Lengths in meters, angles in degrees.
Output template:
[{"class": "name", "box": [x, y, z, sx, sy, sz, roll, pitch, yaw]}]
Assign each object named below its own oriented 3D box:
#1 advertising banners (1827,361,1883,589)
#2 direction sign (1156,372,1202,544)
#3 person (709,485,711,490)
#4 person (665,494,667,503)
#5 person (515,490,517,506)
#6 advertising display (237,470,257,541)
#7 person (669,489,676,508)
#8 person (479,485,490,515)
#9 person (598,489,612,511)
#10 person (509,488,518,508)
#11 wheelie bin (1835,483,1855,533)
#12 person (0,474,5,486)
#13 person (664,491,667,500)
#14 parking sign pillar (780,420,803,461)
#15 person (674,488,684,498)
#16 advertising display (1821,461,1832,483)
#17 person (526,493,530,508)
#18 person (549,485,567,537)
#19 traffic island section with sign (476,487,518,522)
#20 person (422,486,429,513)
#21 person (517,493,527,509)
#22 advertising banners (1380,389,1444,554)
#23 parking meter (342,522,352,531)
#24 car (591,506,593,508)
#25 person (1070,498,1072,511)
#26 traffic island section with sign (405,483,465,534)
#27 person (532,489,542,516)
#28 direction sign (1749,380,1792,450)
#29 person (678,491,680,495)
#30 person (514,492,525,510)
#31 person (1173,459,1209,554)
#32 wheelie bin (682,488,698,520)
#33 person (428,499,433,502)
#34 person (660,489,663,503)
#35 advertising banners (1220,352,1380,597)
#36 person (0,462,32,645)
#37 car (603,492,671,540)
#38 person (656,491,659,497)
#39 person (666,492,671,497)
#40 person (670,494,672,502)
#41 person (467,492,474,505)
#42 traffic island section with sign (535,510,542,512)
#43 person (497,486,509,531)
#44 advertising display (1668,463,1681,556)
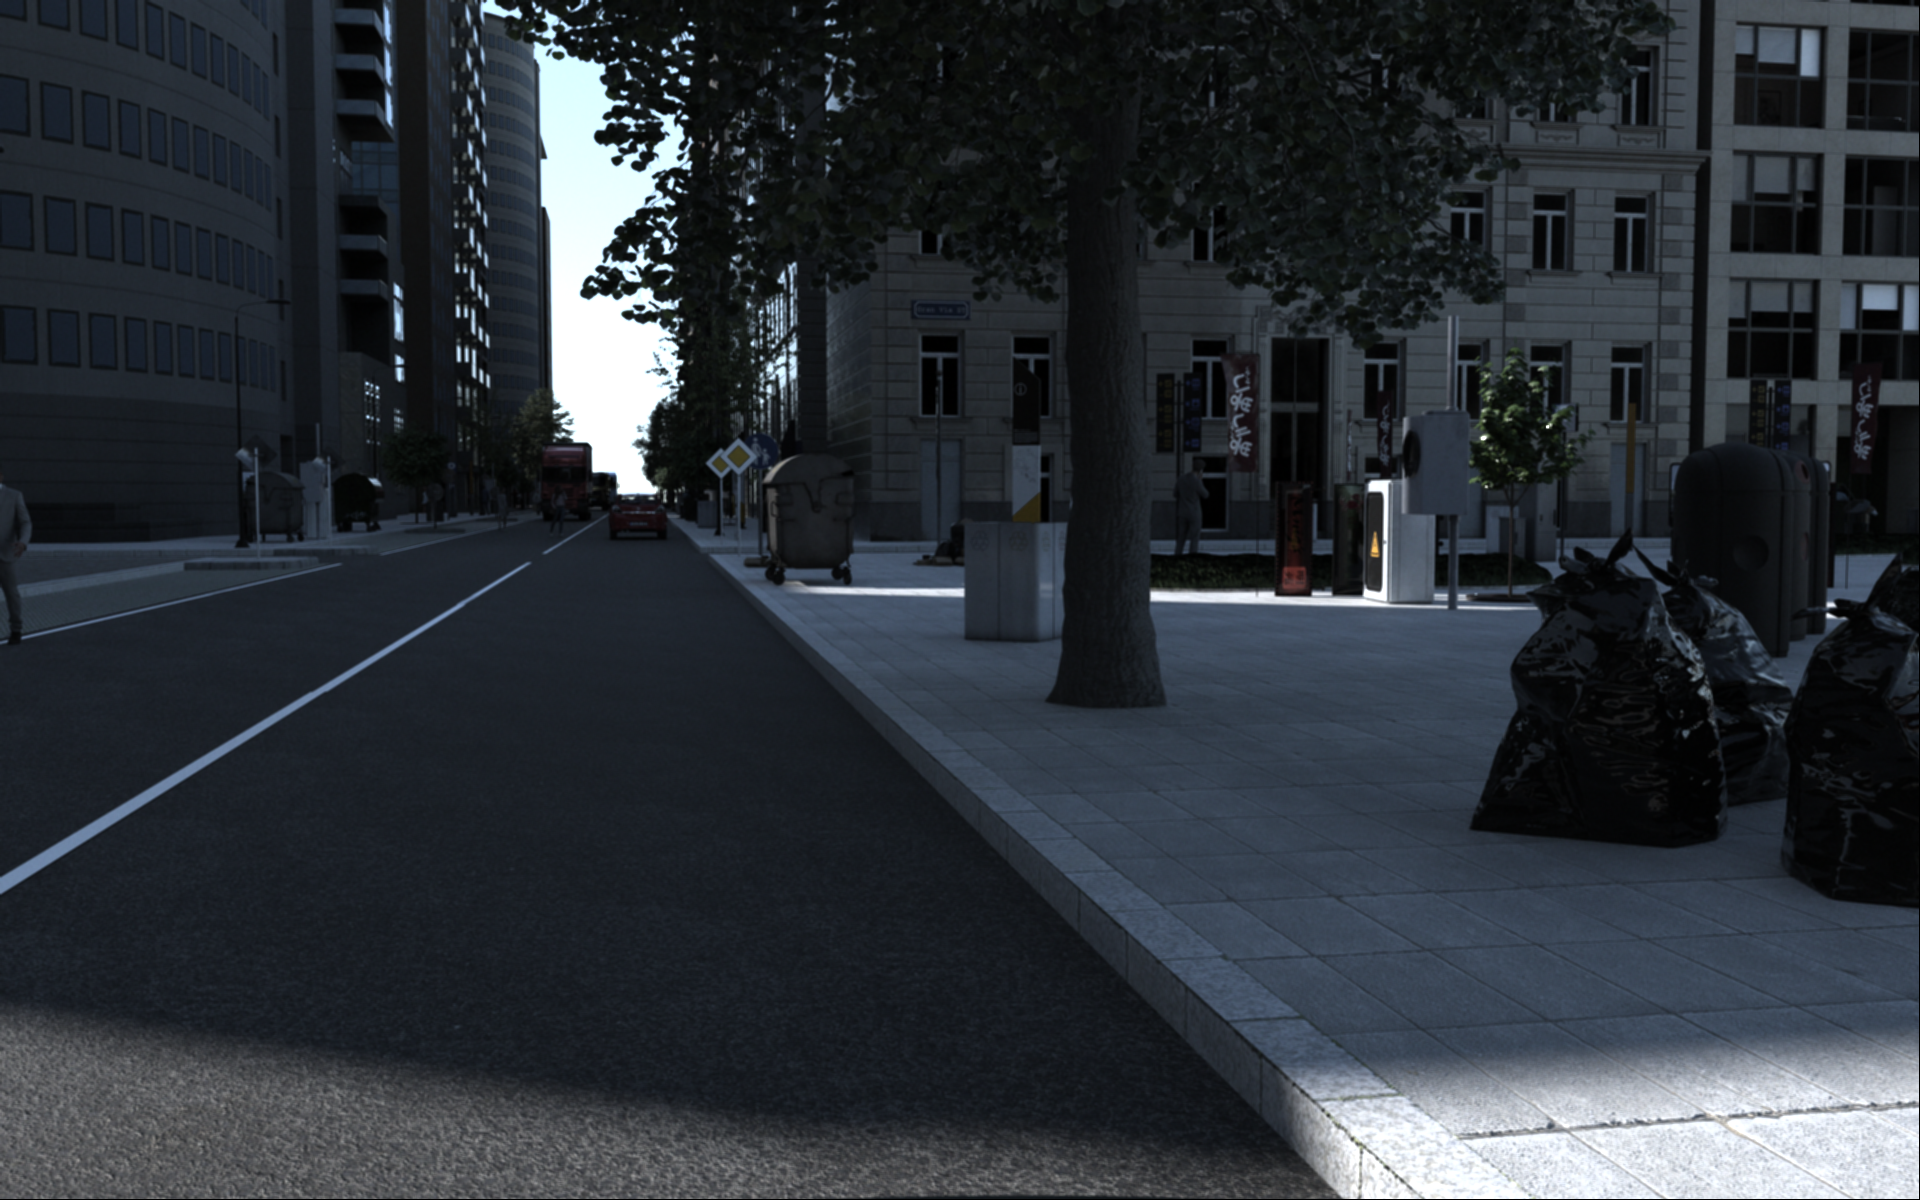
[{"class": "advertising banners", "box": [11.862, -1.691, 23.835, 0.090, 3.025, 2.074, -1, 4, -14]}, {"class": "direction sign", "box": [4.095, -2.475, 32.467, 0.876, 3.537, 0.379, 2, 4, 26]}, {"class": "person", "box": [-15.884, -6.348, 109.604, 0.755, 1.850, 0.659, 2, 4, 28]}, {"class": "person", "box": [-43.672, -15.356, 257.792, 0.721, 1.739, 1.217, -1, 4, -16]}, {"class": "person", "box": [-47.877, -11.036, 187.006, 0.721, 1.766, 1.217, 0, 4, -8]}, {"class": "advertising display", "box": [-19.268, -2.548, 46.877, 0.123, 1.923, 0.974, 0, 4, 1]}, {"class": "person", "box": [-25.875, -9.125, 155.686, 0.568, 1.767, 0.683, 2, 4, 31]}, {"class": "person", "box": [-28.699, -6.018, 104.616, 0.721, 1.800, 0.419, -2, 4, -35]}, {"class": "person", "box": [-29.421, -8.243, 143.359, 1.348, 1.812, 0.705, 1, 4, 19]}, {"class": "person", "box": [-41.817, -9.566, 162.416, 0.705, 1.831, 1.348, 2, 4, 25]}, {"class": "wheelie bin", "box": [25.600, -2.591, 50.277, 0.693, 1.594, 0.980, 2, 4, 23]}, {"class": "person", "box": [-23.274, -2.184, 41.848, 0.778, 1.811, 0.616, 1, 4, 17]}, {"class": "person", "box": [-41.676, -14.637, 246.143, 1.217, 1.735, 0.721, -1, 4, -11]}, {"class": "parking sign pillar", "box": [-6.176, -4.583, 63.406, 1.447, 3.967, 1.447, -2, 4, -24]}, {"class": "person", "box": [-19.906, -7.169, 123.963, 1.217, 1.736, 0.721, -1, 4, -23]}, {"class": "advertising display", "box": [16.372, -1.729, 33.483, 0.974, 1.923, 0.123, -1, 4, -14]}, {"class": "person", "box": [-40.074, -9.467, 160.773, 0.705, 1.831, 1.348, -1, 4, -9]}, {"class": "person", "box": [-13.601, -3.020, 58.462, 0.593, 1.750, 0.643, -2, 4, -32]}, {"class": "traffic island section with sign", "box": [-24.222, -5.016, 90.647, 1.989, 1.847, 2.006, -1, 4, -10]}, {"class": "person", "box": [-35.055, -6.587, 113.836, 0.778, 1.811, 0.616, -2, 4, -32]}, {"class": "person", "box": [-38.481, -8.924, 152.040, 1.348, 1.812, 0.705, 2, 4, 24]}, {"class": "advertising banners", "box": [7.354, -1.973, 28.442, 0.090, 3.025, 2.074, -1, 4, -16]}, {"class": "parking meter", "box": [-21.314, -3.332, 60.184, 0.255, 1.863, 0.399, 0, 4, -3]}, {"class": "car", "box": [-38.567, -10.575, 185.263, 2.083, 1.381, 4.827, -1, 4, -11]}, {"class": "person", "box": [2.521, -1.825, 36.108, 0.478, 1.798, 0.641, 1, 4, 20]}, {"class": "traffic island section with sign", "box": [-19.241, -3.359, 63.553, 1.989, 1.847, 2.006, -1, 4, -10]}, {"class": "person", "box": [-28.006, -6.463, 114.649, 0.515, 1.767, 0.782, 2, 4, 33]}, {"class": "direction sign", "box": [16.077, -2.596, 34.440, 0.876, 3.537, 0.379, -1, 4, -9]}, {"class": "person", "box": [-37.516, -13.773, 231.242, 0.705, 1.823, 1.348, 0, 4, -2]}, {"class": "person", "box": [-35.492, -7.967, 139.499, 0.799, 1.438, 0.628, -3, 5, -45]}, {"class": "person", "box": [3.757, -1.366, 28.178, 0.655, 1.846, 0.447, 3, 5, 43]}, {"class": "wheelie bin", "box": [-13.080, -4.665, 84.175, 0.693, 1.594, 0.980, 1, 4, 19]}, {"class": "person", "box": [-24.559, -4.245, 80.940, 0.738, 1.151, 1.012, 0, 4, 3]}, {"class": "person", "box": [-32.147, -11.051, 186.681, 0.705, 1.831, 1.348, 0, 4, -6]}, {"class": "advertising banners", "box": [4.222, -1.560, 21.697, 2.074, 3.025, 0.090, -1, 4, -12]}, {"class": "person", "box": [-9.045, -0.457, 16.251, 0.678, 1.792, 0.850, -1, 4, -12]}, {"class": "car", "box": [-10.417, -2.867, 55.922, 2.155, 1.783, 4.494, -1, 4, -12]}, {"class": "person", "box": [-45.836, -15.610, 262.210, 0.756, 1.711, 0.436, -3, 4, -38]}, {"class": "person", "box": [-30.174, -10.632, 179.752, 0.599, 1.838, 0.709, 0, 4, 0]}, {"class": "person", "box": [-31.715, -11.240, 190.733, 0.530, 1.710, 0.541, -2, 4, -32]}, {"class": "person", "box": [-35.974, -7.215, 127.193, 0.628, 1.438, 0.799, -2, 4, -35]}, {"class": "traffic island section with sign", "box": [-33.327, -8.048, 140.205, 1.989, 1.847, 2.006, -1, 4, -10]}, {"class": "person", "box": [-17.791, -3.555, 67.370, 0.466, 1.731, 0.760, -1, 4, -8]}, {"class": "advertising display", "box": [14.928, -1.854, 35.527, 0.123, 1.923, 0.974, -1, 4, -19]}]
